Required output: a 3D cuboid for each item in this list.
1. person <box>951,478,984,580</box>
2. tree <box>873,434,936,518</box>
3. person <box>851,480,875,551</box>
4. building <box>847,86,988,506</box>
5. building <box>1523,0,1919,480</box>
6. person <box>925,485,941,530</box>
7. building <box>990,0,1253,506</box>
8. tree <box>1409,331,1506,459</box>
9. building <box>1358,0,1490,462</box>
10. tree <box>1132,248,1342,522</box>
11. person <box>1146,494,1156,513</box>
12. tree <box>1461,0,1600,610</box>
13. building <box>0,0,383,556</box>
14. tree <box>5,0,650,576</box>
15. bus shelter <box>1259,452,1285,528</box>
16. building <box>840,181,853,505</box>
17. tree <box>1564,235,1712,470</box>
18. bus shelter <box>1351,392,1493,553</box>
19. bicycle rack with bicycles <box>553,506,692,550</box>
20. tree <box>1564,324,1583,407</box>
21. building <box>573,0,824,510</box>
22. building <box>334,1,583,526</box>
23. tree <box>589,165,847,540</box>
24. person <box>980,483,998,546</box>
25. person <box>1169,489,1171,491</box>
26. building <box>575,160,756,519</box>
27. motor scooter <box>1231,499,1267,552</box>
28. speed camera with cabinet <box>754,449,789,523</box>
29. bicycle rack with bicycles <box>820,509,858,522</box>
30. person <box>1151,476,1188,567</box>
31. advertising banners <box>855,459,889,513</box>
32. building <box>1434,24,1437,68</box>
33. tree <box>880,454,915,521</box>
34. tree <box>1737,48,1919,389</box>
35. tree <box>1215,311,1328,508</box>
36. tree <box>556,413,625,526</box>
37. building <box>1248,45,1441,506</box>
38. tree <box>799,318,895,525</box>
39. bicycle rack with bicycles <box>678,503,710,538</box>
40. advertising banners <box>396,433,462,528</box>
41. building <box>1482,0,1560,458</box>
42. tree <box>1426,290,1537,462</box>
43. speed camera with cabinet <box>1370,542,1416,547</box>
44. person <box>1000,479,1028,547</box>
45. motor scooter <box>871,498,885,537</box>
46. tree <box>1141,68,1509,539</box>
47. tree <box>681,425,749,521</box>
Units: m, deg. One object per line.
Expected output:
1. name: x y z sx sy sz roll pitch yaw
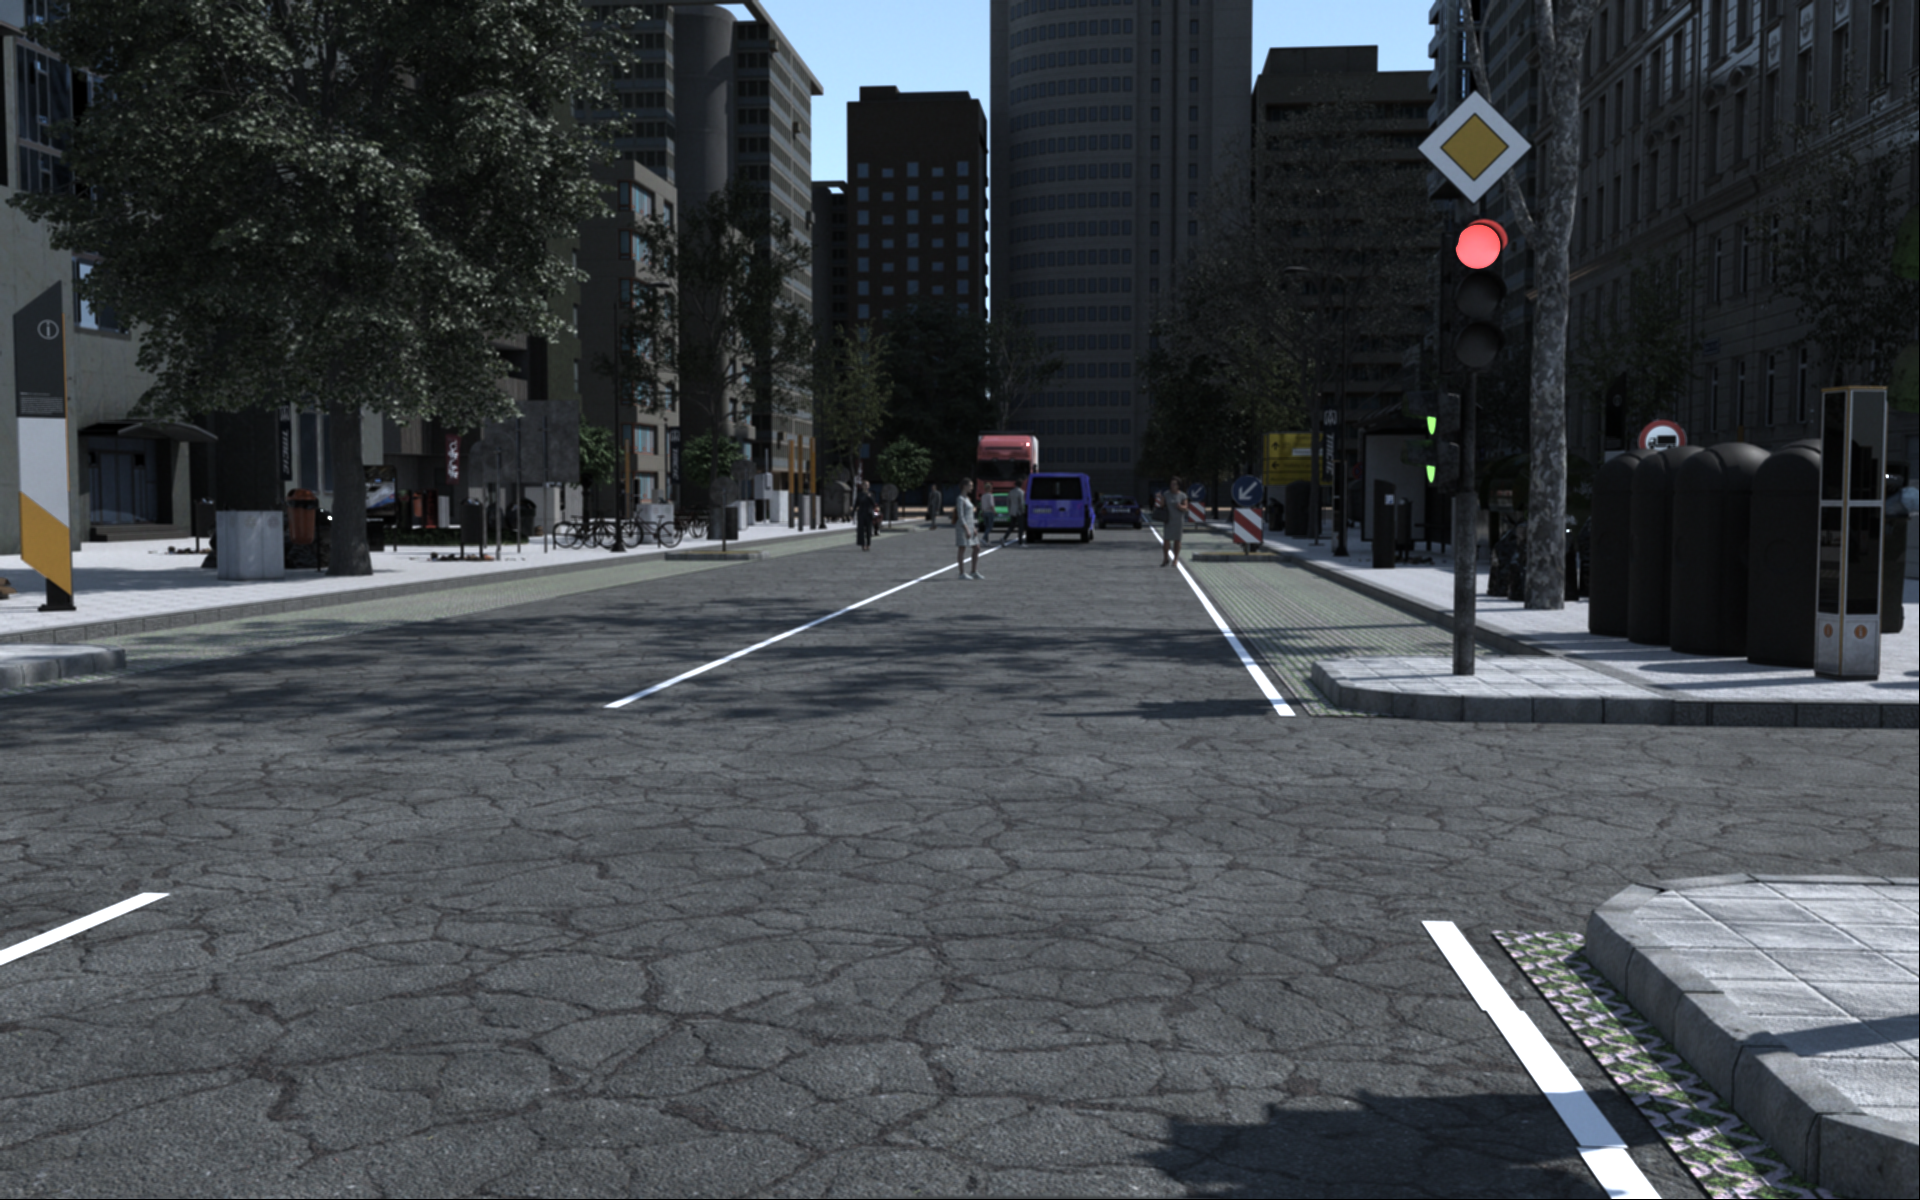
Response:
1. person: 0.098 -1.194 29.033 0.522 1.701 0.512 1 4 19
2. tree: -2.972 -6.735 93.825 4.285 4.588 4.351 0 3 0
3. person: -2.418 -2.120 43.588 0.576 1.772 0.534 -2 4 -24
4. building: -4.410 -33.217 193.211 14.200 45.320 14.600 0 4 5
5. building: 32.451 -16.806 72.037 12.463 27.353 25.104 0 4 5
6. person: -1.086 -3.726 69.528 0.694 1.812 0.767 3 4 38
7. building: 17.663 -39.894 194.268 28.212 58.520 21.231 0 4 5
8. tree: 21.406 -7.645 75.354 4.737 8.622 4.395 0 3 0
9. building: 43.320 -49.855 127.804 22.319 86.520 31.000 0 4 5
10. tree: 12.659 -9.918 79.163 9.611 12.733 9.660 0 3 0
11. person: 13.654 -6.843 123.640 1.065 1.426 0.557 -3 5 -41
12. tree: 7.449 -10.033 19.925 12.611 20.169 13.585 0 3 0
13. building: -30.350 -44.623 42.262 22.319 86.520 31.000 0 4 5
14. tree: -9.681 -7.357 26.942 9.857 13.997 8.962 0 3 0
15. bus shelter: 12.102 -4.229 63.074 2.014 3.302 5.546 0 4 6
16. building: -23.032 -31.341 204.308 23.993 40.220 32.217 0 4 5
17. tree: 19.644 -6.094 49.995 4.737 8.622 4.395 0 3 0
18. bus shelter: 9.663 -2.617 36.707 2.014 3.302 5.546 0 4 5
19. bicycle rack with bicycles: -8.389 -1.680 40.847 2.925 0.926 2.852 1 4 20
20. tree: 20.809 -6.949 63.980 4.360 8.622 3.978 0 3 0
21. building: -24.237 -27.191 136.454 23.993 40.220 32.217 0 4 5
22. building: -25.304 -18.497 74.125 14.160 30.474 14.107 0 4 5
23. tree: -6.667 -6.979 48.511 7.601 10.594 8.767 -2 4 -26
24. person: 0.760 -2.375 47.996 0.731 1.740 0.598 3 5 40
25. person: 12.913 -5.968 106.632 0.990 1.755 0.434 3 4 38
26. building: -29.190 -15.931 105.511 27.650 21.520 28.899 0 4 5
27. motor scooter: 6.581 -1.626 39.355 0.815 1.314 1.986 0 4 4
28. speed camera with cabinet: -8.245 -5.016 76.353 0.660 3.252 2.038 2 4 32
29. bicycle rack with bicycles: -5.798 -4.104 80.486 2.925 0.926 2.852 -1 4 -11
30. person: 4.109 -1.547 34.159 0.716 1.782 0.532 1 4 21
31. advertising banners: -4.369 -5.480 85.784 2.074 3.025 0.090 2 4 34
32. building: 67.415 -39.591 189.309 28.212 58.520 21.231 0 4 5
33. tree: -3.192 -5.450 83.706 1.663 3.219 1.824 0 3 0
34. tree: 15.389 -4.843 29.538 4.360 8.622 3.978 0 3 0
35. tree: 12.167 -7.215 68.328 4.737 8.622 4.395 0 3 0
36. tree: -15.276 -5.293 70.252 4.285 4.588 4.351 0 3 0
37. building: 42.580 -34.731 191.551 21.600 48.544 21.300 0 4 5
38. tree: -4.507 -7.470 72.496 4.737 8.622 4.395 0 3 0
39. bicycle rack with bicycles: -8.261 -2.311 51.168 2.852 0.926 2.925 3 5 43
40. advertising banners: -15.203 -3.263 49.540 2.074 3.025 0.090 -3 4 -38
41. building: 44.536 -25.037 101.239 32.217 40.220 23.993 0 4 5
42. tree: 17.866 -6.637 58.878 4.360 8.622 3.978 0 3 0
43. speed camera with cabinet: 11.069 -2.924 42.151 2.038 3.252 0.660 0 4 -8
44. person: 1.470 -2.329 46.433 0.795 1.843 0.661 -3 4 -38
45. motor scooter: -2.920 -2.816 58.814 0.815 1.314 1.986 0 4 5
46. tree: 10.285 -8.503 49.401 12.009 13.543 11.850 0 3 0
47. tree: -11.837 -6.074 83.017 4.285 4.588 4.351 0 3 0
